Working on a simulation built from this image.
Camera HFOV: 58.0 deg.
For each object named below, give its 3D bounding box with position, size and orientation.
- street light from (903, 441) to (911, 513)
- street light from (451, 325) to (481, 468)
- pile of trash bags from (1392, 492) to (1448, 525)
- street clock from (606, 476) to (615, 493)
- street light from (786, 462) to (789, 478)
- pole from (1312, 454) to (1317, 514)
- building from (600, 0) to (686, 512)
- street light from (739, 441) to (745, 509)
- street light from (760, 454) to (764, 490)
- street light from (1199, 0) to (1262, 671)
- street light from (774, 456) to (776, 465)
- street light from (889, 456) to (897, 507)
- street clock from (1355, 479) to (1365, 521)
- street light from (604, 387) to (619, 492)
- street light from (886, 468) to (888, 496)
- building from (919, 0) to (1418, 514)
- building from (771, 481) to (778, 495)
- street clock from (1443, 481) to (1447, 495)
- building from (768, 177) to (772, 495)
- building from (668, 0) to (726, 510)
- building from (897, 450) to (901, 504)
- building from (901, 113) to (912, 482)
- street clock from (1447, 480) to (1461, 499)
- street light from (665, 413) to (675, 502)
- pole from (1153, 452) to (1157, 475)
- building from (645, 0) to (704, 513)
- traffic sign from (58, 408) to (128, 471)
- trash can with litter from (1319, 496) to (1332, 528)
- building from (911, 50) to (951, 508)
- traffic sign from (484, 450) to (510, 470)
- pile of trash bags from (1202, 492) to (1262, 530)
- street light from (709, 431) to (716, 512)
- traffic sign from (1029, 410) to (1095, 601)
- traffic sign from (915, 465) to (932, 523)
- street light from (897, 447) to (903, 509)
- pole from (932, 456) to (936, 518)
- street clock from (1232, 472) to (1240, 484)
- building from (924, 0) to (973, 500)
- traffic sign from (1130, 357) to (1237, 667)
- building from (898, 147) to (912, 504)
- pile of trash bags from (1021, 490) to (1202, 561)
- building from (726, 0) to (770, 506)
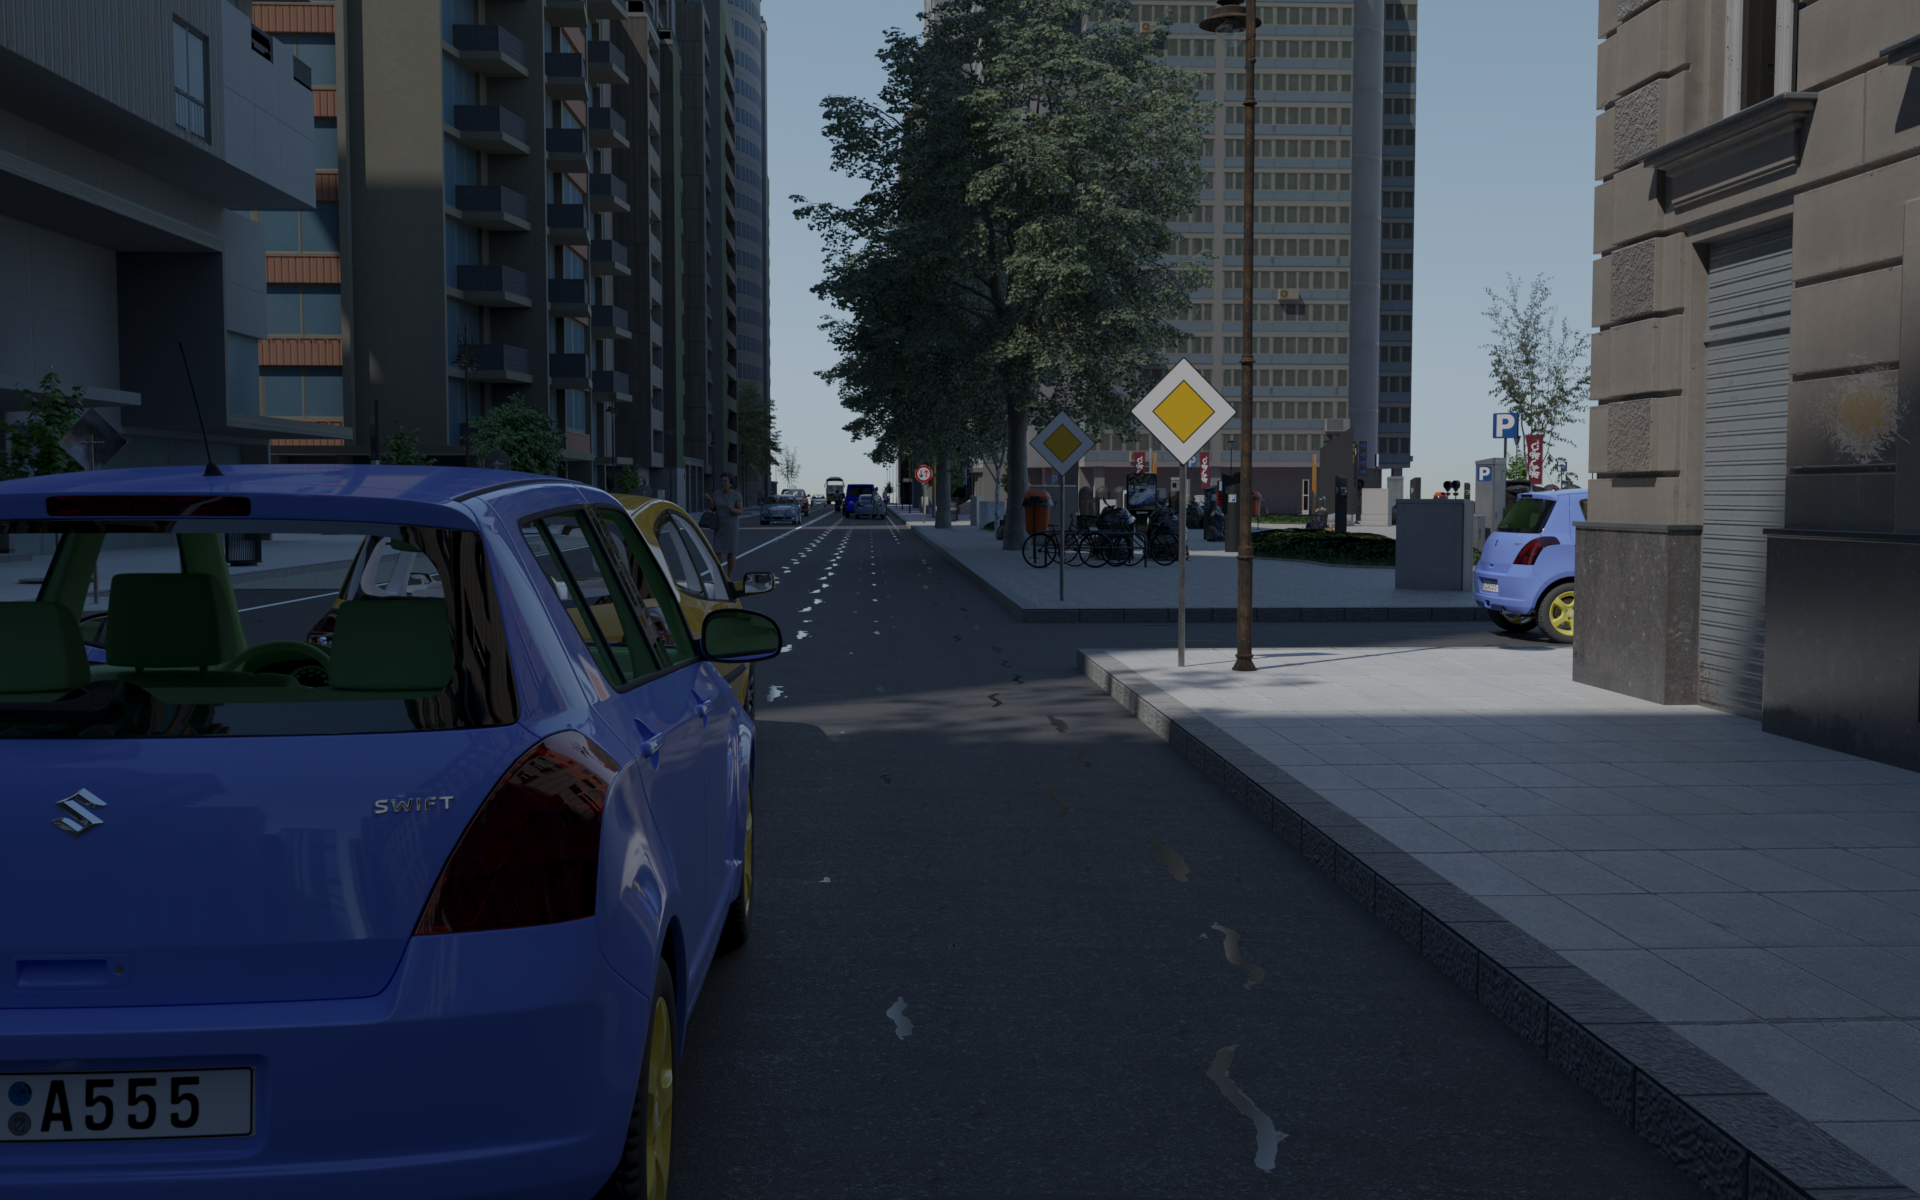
[{"bbox_3d":[-3.372,-8.775,116.253,0.468,5.910,1.993,0,4,-3],"label":"street light"},{"bbox_3d":[-13.486,-4.563,47.397,0.468,5.910,1.993,0,4,-3],"label":"street light"},{"bbox_3d":[18.912,-3.784,71.618,3.447,1.369,1.912,-3,4,-36],"label":"pile of trash bags"},{"bbox_3d":[-14.405,-4.085,71.361,0.358,2.002,0.471,-1,4,-23],"label":"street clock"},{"bbox_3d":[-23.323,-16.010,234.548,0.468,5.910,1.993,0,4,-3],"label":"street light"},{"bbox_3d":[18.161,-5.807,88.785,0.158,3.312,0.155,0,3,0],"label":"pole"},{"bbox_3d":[-24.113,-20.211,102.151,14.160,30.474,14.107,0,4,-3],"label":"building"},{"bbox_3d":[-18.994,-10.933,151.543,0.468,5.910,1.993,0,4,-3],"label":"street light"},{"bbox_3d":[-20.538,-12.675,180.028,0.468,5.910,1.993,0,4,-3],"label":"street light"},{"bbox_3d":[2.070,-2.425,12.433,0.468,5.910,1.993,0,4,-3],"label":"street light"},{"bbox_3d":[-22.002,-14.334,207.143,0.468,5.910,1.993,0,4,-3],"label":"street light"},{"bbox_3d":[-7.728,-13.884,199.783,0.468,5.910,1.993,0,4,-3],"label":"street light"},{"bbox_3d":[18.939,-4.746,82.167,0.471,2.002,0.358,0,4,8],"label":"street clock"},{"bbox_3d":[-15.021,-6.250,74.969,0.468,5.910,1.993,0,4,-3],"label":"street light"},{"bbox_3d":[-9.202,-15.564,227.261,0.468,5.910,1.993,0,4,-3],"label":"street light"},{"bbox_3d":[13.519,-26.046,117.740,32.217,40.220,23.993,0,4,-3],"label":"building"},{"bbox_3d":[-40.988,-33.062,232.445,32.217,40.220,23.993,0,4,-3],"label":"building"},{"bbox_3d":[26.534,-5.484,94.236,0.358,2.002,0.471,-3,5,-41],"label":"street clock"},{"bbox_3d":[-30.830,-32.428,213.786,14.154,41.232,14.086,0,4,-3],"label":"building"},{"bbox_3d":[-26.006,-27.716,136.749,14.154,41.232,14.086,0,4,-3],"label":"building"},{"bbox_3d":[5.242,-24.257,241.648,27.650,21.520,28.899,0,4,-3],"label":"building"},{"bbox_3d":[4.444,-33.179,197.100,22.147,44.769,28.867,0,4,-3],"label":"building"},{"bbox_3d":[25.868,-5.249,90.384,0.358,2.002,0.471,-2,4,-25],"label":"street clock"},{"bbox_3d":[-16.201,-7.594,96.953,0.468,5.910,1.993,0,4,-3],"label":"street light"},{"bbox_3d":[9.520,-5.559,84.732,0.158,3.312,0.155,0,3,0],"label":"pole"},{"bbox_3d":[-28.507,-41.597,118.364,20.563,71.187,20.611,0,4,-3],"label":"building"},{"bbox_3d":[-10.107,-1.013,20.211,0.795,2.450,0.064,0,4,-3],"label":"traffic sign"},{"bbox_3d":[13.767,-3.328,65.476,1.678,1.210,2.233,0,4,7],"label":"trash can with litter"},{"bbox_3d":[2.407,-29.374,163.852,14.154,41.232,14.086,0,4,-3],"label":"building"},{"bbox_3d":[-13.396,-3.060,50.139,0.768,2.556,0.104,0,4,-1],"label":"traffic sign"},{"bbox_3d":[9.649,-3.262,63.085,1.912,1.369,3.447,-3,4,-38],"label":"pile of trash bags"},{"bbox_3d":[-17.692,-9.267,124.310,0.468,5.910,1.993,0,4,-3],"label":"street light"},{"bbox_3d":[1.222,-1.049,20.786,0.795,2.450,0.064,0,4,-3],"label":"traffic sign"},{"bbox_3d":[-1.589,-4.651,76.147,0.768,2.556,0.104,0,4,5],"label":"traffic sign"},{"bbox_3d":[-4.791,-10.469,143.952,0.468,5.910,1.993,0,4,-3],"label":"street light"},{"bbox_3d":[-1.397,-6.047,92.712,0.158,3.312,0.155,0,3,0],"label":"pole"},{"bbox_3d":[9.065,-3.158,56.200,0.471,2.002,0.358,-1,4,-15],"label":"street clock"},{"bbox_3d":[10.850,-33.868,142.987,28.713,52.752,27.495,0,4,-3],"label":"building"},{"bbox_3d":[1.643,-0.561,12.811,0.795,2.450,0.064,0,4,-3],"label":"traffic sign"},{"bbox_3d":[-0.821,-34.798,219.064,14.600,45.320,14.200,0,4,-3],"label":"building"},{"bbox_3d":[2.889,-1.501,34.294,3.447,1.369,1.912,1,4,15],"label":"pile of trash bags"},{"bbox_3d":[-32.605,-39.757,192.027,21.231,58.520,28.212,0,4,-3],"label":"building"}]
